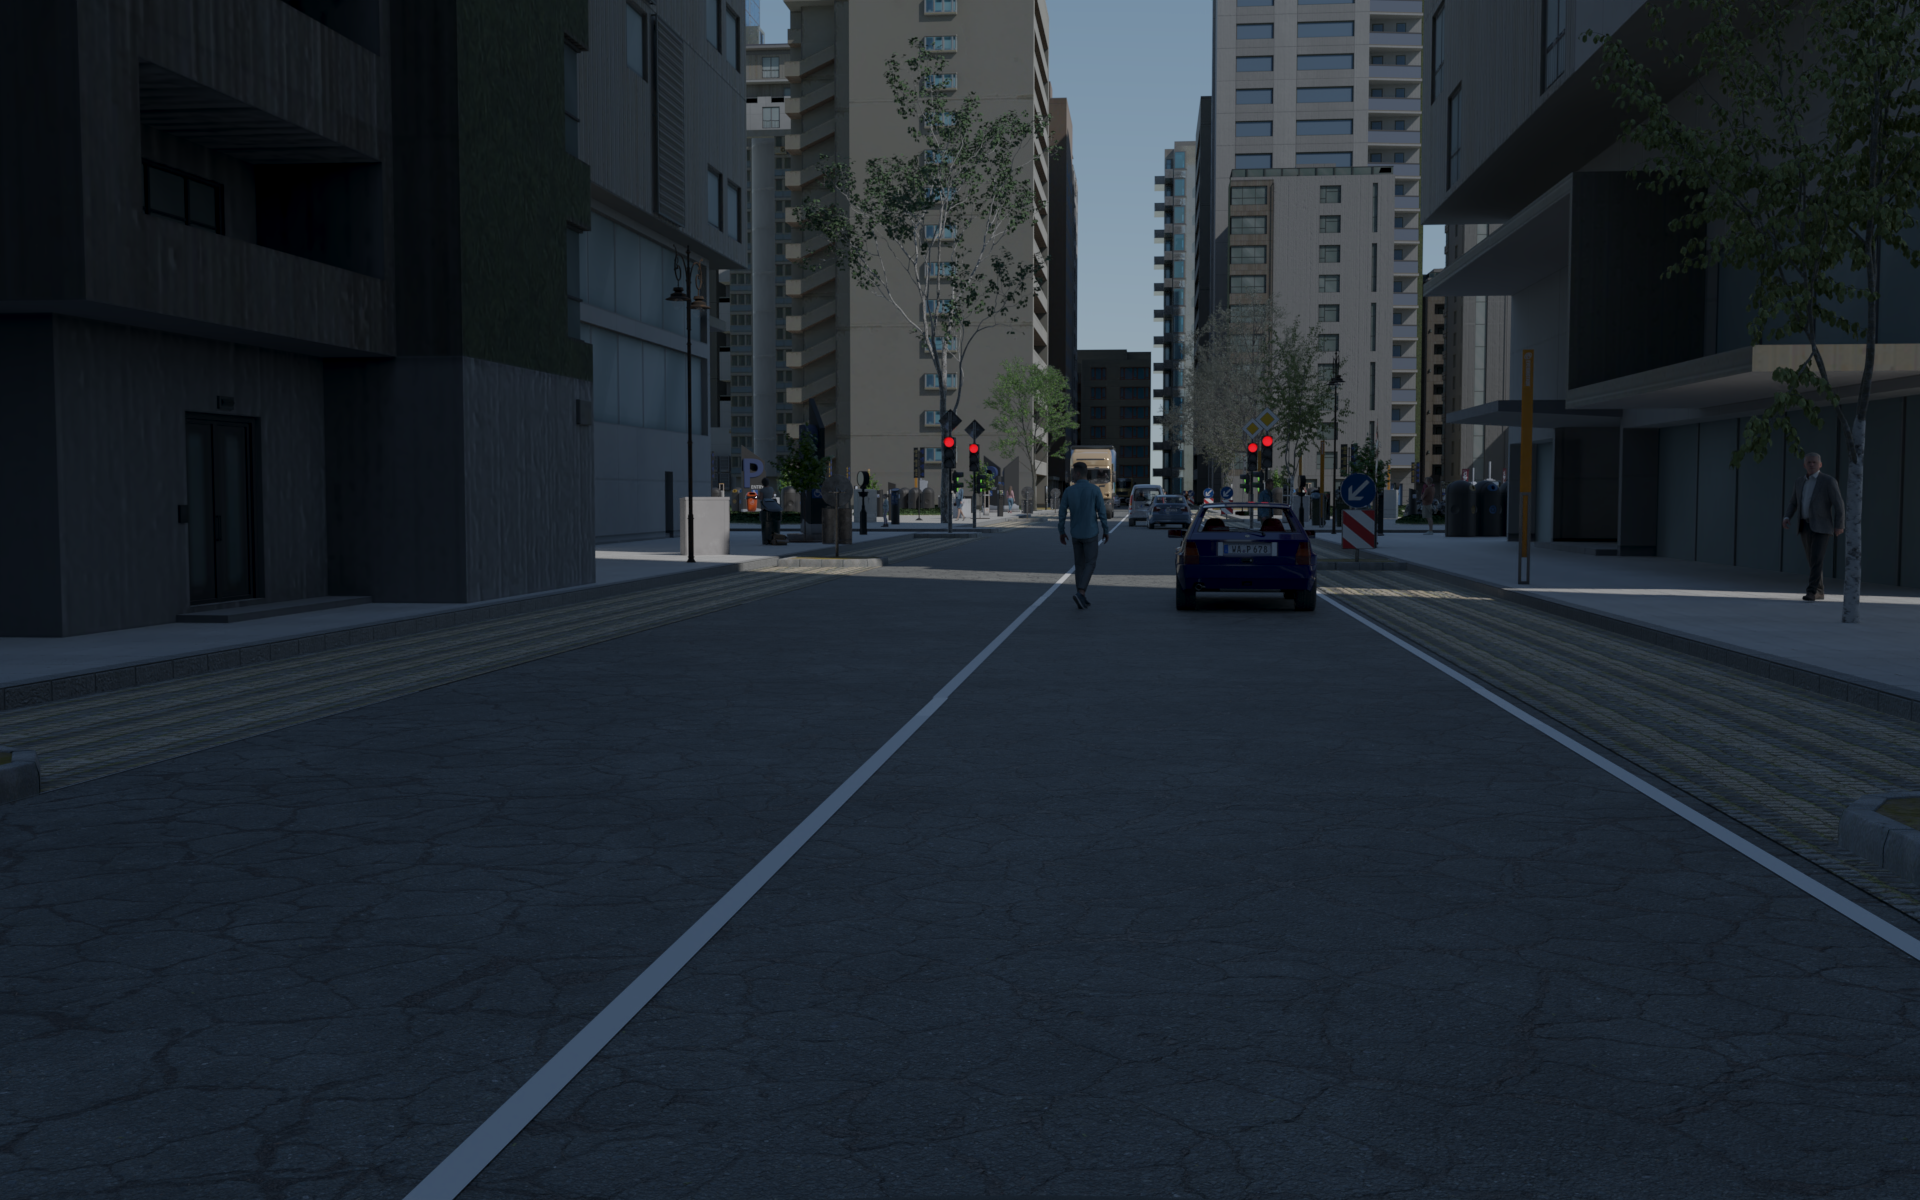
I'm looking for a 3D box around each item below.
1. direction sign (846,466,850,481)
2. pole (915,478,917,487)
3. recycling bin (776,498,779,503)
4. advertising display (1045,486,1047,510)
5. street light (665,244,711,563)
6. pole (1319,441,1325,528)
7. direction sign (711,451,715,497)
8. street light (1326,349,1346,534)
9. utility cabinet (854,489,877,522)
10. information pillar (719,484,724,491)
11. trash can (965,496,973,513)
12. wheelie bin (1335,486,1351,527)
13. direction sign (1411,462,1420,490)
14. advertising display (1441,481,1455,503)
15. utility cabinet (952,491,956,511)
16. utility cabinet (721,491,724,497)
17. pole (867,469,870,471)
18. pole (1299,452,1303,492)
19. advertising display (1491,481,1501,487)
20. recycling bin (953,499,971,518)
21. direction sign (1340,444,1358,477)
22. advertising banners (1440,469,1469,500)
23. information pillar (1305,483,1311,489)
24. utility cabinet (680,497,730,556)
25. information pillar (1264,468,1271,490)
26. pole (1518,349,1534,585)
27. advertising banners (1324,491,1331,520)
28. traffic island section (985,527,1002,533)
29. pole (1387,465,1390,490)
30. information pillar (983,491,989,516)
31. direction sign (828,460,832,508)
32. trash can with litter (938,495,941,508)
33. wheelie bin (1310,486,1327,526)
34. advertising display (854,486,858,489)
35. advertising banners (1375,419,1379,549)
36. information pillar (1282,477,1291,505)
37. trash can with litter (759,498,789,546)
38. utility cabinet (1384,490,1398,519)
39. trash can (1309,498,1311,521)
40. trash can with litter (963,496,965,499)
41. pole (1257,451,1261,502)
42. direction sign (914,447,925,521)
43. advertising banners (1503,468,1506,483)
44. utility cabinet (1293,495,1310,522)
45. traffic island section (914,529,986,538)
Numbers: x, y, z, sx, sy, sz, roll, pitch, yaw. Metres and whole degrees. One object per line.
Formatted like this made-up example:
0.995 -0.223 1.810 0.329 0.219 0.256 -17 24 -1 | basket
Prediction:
-9.070 -9.071 140.315 0.379 3.537 0.876 1 4 14 | direction sign
-3.198 -8.069 125.764 0.158 3.312 0.155 0 3 0 | pole
-13.578 -6.947 126.142 0.722 1.027 0.722 1 4 9 | recycling bin
6.804 -8.059 136.986 0.123 1.923 0.974 1 4 9 | advertising display
-5.041 -3.640 32.294 0.468 5.910 1.993 0 4 6 | street light
13.841 -4.426 66.202 0.158 3.312 0.155 0 3 0 | pole
-13.144 -6.096 91.660 0.379 3.537 0.876 -2 4 -27 | direction sign
11.996 -5.053 55.404 0.468 5.910 1.993 0 4 6 | street light
-4.241 -4.217 77.631 0.318 1.500 1.173 3 5 42 | utility cabinet
-16.635 -7.116 120.843 0.304 2.012 0.304 -1 4 -10 | information pillar
0.686 -7.490 134.109 0.748 1.137 0.748 0 3 0 | trash can
15.099 -3.659 67.733 0.980 1.594 0.693 3 4 39 | wheelie bin
32.304 -8.007 122.910 0.379 3.537 0.876 -2 4 -26 | direction sign
24.548 -4.983 86.690 0.974 1.923 0.123 0 4 -5 | advertising display
-0.663 -7.510 131.468 1.173 1.500 0.318 -2 4 -34 | utility cabinet
-16.566 -6.635 117.166 1.173 1.500 0.318 1 4 10 | utility cabinet
-7.444 -9.008 141.117 0.158 3.312 0.155 0 3 0 | pole
16.337 -5.456 83.056 0.158 3.312 0.155 0 3 0 | pole
25.887 -4.835 84.269 0.123 1.923 0.974 -2 4 -29 | advertising display
0.093 -4.853 91.896 0.722 1.027 0.722 3 5 44 | recycling bin
17.567 -5.276 78.268 0.876 3.537 0.379 3 5 45 | direction sign
34.219 -7.564 119.855 2.074 3.025 0.090 3 4 37 | advertising banners
23.614 -6.915 117.554 0.304 2.012 0.304 3 5 44 | information pillar
-5.367 -1.545 36.417 1.020 1.237 0.306 -2 4 -33 | utility cabinet
21.369 -7.890 120.363 0.504 3.616 0.183 -1 4 -22 | information pillar
8.018 -1.877 24.535 0.158 3.312 0.155 0 3 0 | pole
18.692 -5.431 84.982 2.074 3.025 0.090 1 4 14 | advertising banners
0.522 -2.623 65.173 2.009 0.180 2.903 0 4 6 | traffic island section
30.186 -7.838 121.990 0.158 3.312 0.155 0 3 0 | pole
1.563 -6.070 103.740 0.304 2.012 0.304 -1 4 -21 | information pillar
-8.286 -7.251 110.558 0.379 3.537 0.876 0 4 7 | direction sign
-1.485 -6.879 123.524 1.678 1.210 2.233 0 4 -8 | trash can with litter
14.632 -3.841 70.712 0.693 1.594 0.980 0 4 8 | wheelie bin
-7.999 -7.819 133.061 0.123 1.923 0.974 0 4 6 | advertising display
9.906 -2.751 41.163 0.090 3.025 2.074 1 4 15 | advertising banners
14.447 -4.404 76.500 0.304 2.012 0.304 -3 5 -41 | information pillar
-4.606 -1.966 43.531 0.624 1.170 1.055 -2 4 -33 | trash can with litter
21.939 -4.923 89.166 1.173 1.500 0.318 2 4 34 | utility cabinet
16.719 -4.413 83.804 0.748 1.137 0.748 0 3 0 | trash can
-0.052 -7.639 136.277 0.624 1.170 1.055 -3 4 -37 | trash can with litter
14.147 -5.381 81.830 0.158 3.312 0.155 0 3 0 | pole
-1.985 -5.628 84.023 0.379 3.537 0.876 -3 4 -37 | direction sign
36.428 -7.388 116.980 0.090 3.025 2.074 0 4 -6 | advertising banners
15.707 -4.240 80.483 1.020 1.237 0.306 1 4 19 | utility cabinet
-0.347 -2.138 57.235 2.009 0.180 2.903 0 4 6 | traffic island section
